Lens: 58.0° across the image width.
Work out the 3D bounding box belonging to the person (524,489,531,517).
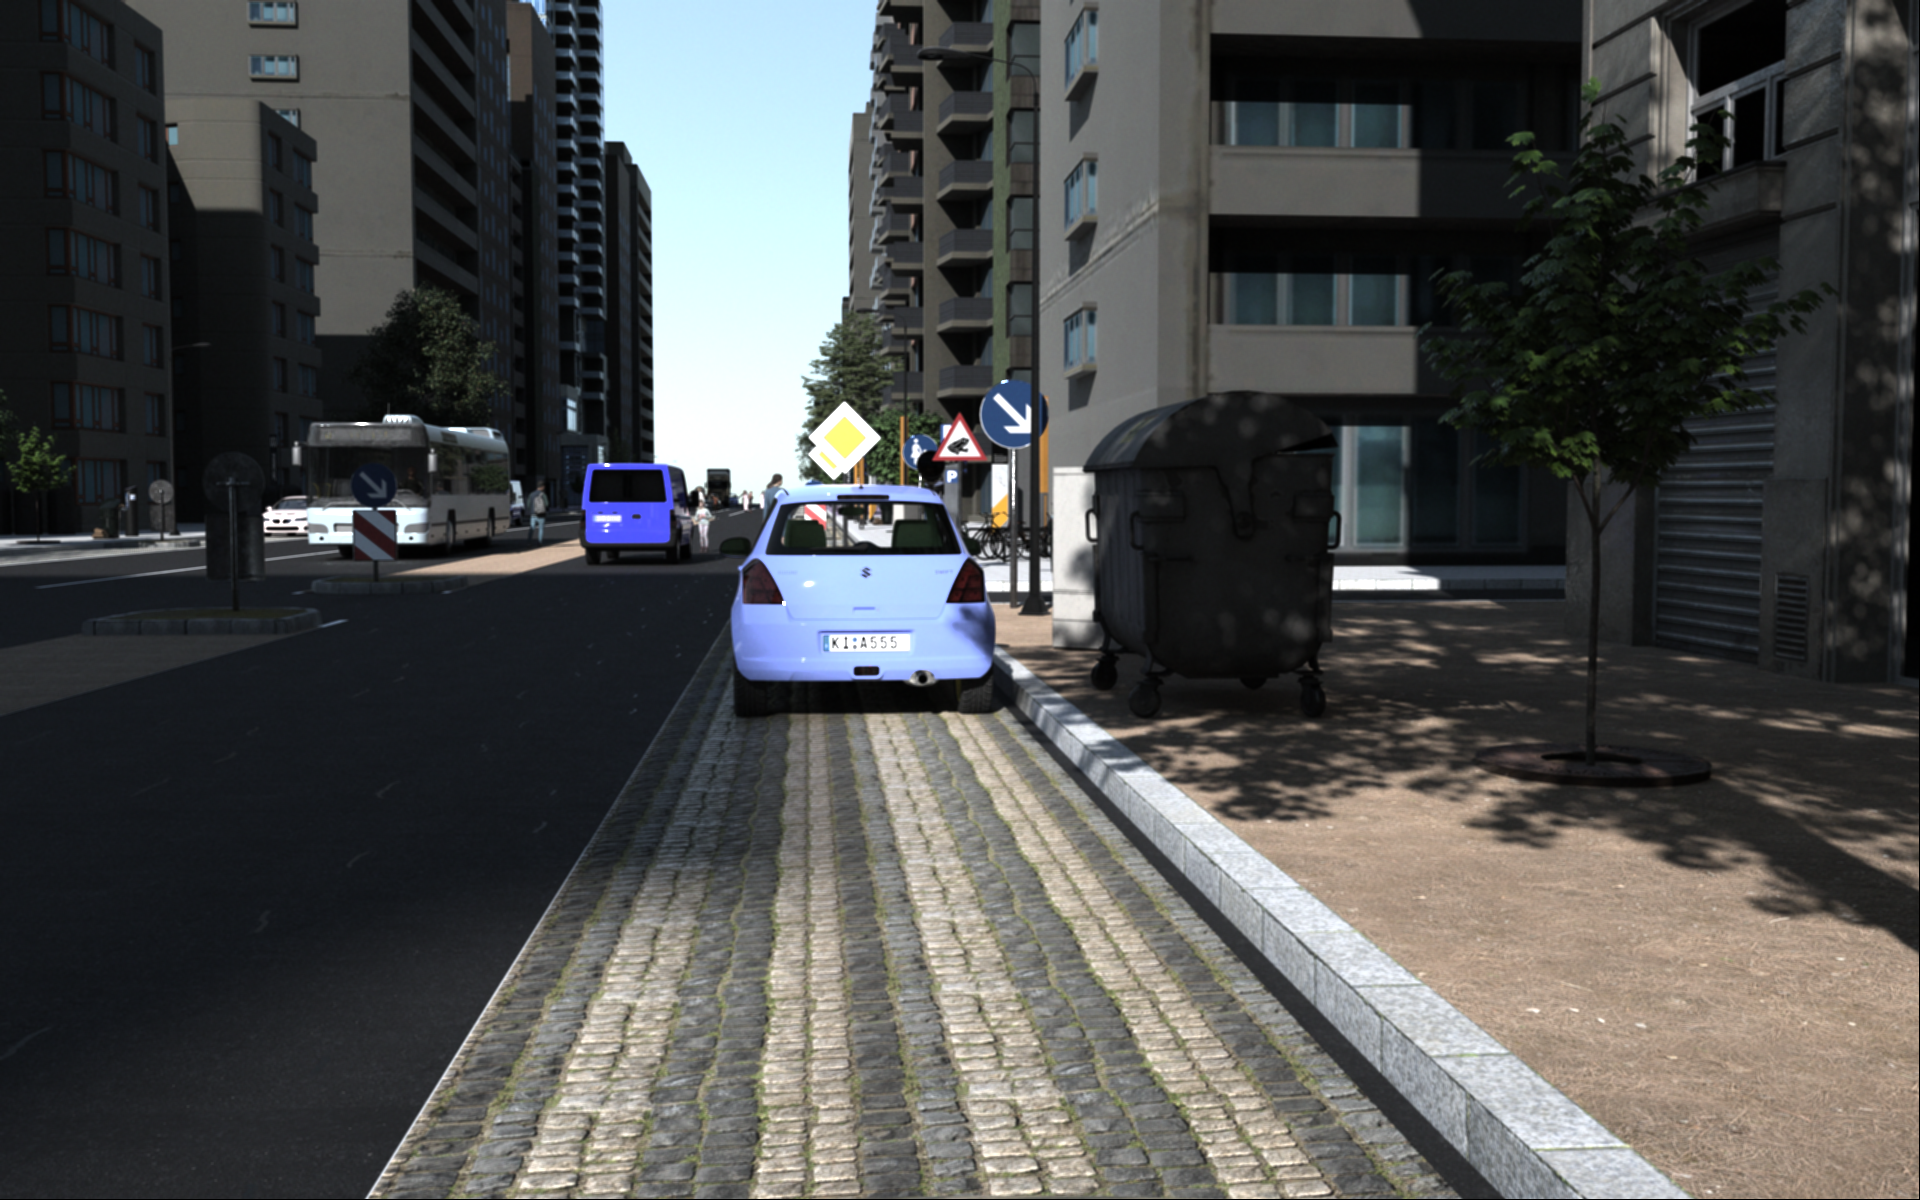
[{"bbox_3d":[-26.349,-5.897,105.590,0.621,1.740,0.551,-2,4,-30],"label":"person"}]

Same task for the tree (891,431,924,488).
[{"bbox_3d":[-1.598,-3.614,53.686,1.663,3.219,1.824,0,3,0],"label":"tree"}]

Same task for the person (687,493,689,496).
[{"bbox_3d":[-12.154,-4.125,76.532,0.643,1.750,0.593,-3,5,-45],"label":"person"}]

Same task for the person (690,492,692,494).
[{"bbox_3d":[-34.251,-12.963,220.967,0.721,1.766,1.217,1,4,21],"label":"person"}]

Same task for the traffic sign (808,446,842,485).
[{"bbox_3d":[-1.942,-1.408,26.665,0.795,2.450,0.064,0,4,-5],"label":"traffic sign"}]

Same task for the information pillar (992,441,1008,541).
[{"bbox_3d":[1.089,-3.459,47.912,0.504,3.616,0.183,-2,4,-29],"label":"information pillar"}]

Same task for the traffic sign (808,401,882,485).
[{"bbox_3d":[-1.242,-0.922,18.710,0.795,2.450,0.064,0,4,-5],"label":"traffic sign"}]

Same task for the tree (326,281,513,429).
[{"bbox_3d":[-28.769,-10.782,93.292,9.611,12.733,9.660,0,3,0],"label":"tree"}]

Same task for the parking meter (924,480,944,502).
[{"bbox_3d":[-0.469,-1.401,31.325,0.372,1.533,0.369,0,3,0],"label":"parking meter"}]

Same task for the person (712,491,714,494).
[{"bbox_3d":[-25.107,-10.235,176.399,0.434,1.755,0.990,-1,4,-23],"label":"person"}]

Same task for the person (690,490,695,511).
[{"bbox_3d":[-22.851,-8.489,147.749,0.568,1.767,0.683,1,4,13],"label":"person"}]

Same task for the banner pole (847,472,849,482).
[{"bbox_3d":[-5.708,-6.154,90.627,0.863,3.779,0.401,-1,4,-18],"label":"banner pole"}]

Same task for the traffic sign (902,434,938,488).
[{"bbox_3d":[-0.844,-2.252,36.918,0.768,2.556,0.104,0,4,-3],"label":"traffic sign"}]

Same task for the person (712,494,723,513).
[{"bbox_3d":[-18.734,-7.401,132.769,1.065,1.426,0.557,1,4,11],"label":"person"}]

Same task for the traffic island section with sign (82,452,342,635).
[{"bbox_3d":[-7.928,-0.630,18.441,2.006,1.907,1.989,0,4,-5],"label":"traffic island section with sign"}]

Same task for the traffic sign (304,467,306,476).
[{"bbox_3d":[-25.759,-4.218,69.078,0.768,2.556,0.104,0,4,-4],"label":"traffic sign"}]

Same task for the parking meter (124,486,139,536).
[{"bbox_3d":[-25.231,-2.711,52.732,0.372,1.533,0.369,0,3,0],"label":"parking meter"}]

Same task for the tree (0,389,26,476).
[{"bbox_3d":[-23.582,-3.471,40.459,4.285,4.588,4.351,0,3,0],"label":"tree"}]

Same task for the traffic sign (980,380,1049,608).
[{"bbox_3d":[0.604,-1.180,19.398,0.768,2.556,0.104,0,4,1],"label":"traffic sign"}]

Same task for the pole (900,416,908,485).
[{"bbox_3d":[-1.461,-3.154,45.407,0.158,3.312,0.155,0,3,0],"label":"pole"}]

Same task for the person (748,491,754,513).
[{"bbox_3d":[-15.825,-7.425,131.360,0.415,1.643,0.593,-2,4,-35],"label":"person"}]

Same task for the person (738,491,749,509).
[{"bbox_3d":[-20.132,-9.329,161.547,1.217,1.766,0.721,0,4,-3],"label":"person"}]

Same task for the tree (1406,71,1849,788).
[{"bbox_3d":[2.926,-0.826,8.112,1.663,3.219,1.824,0,3,0],"label":"tree"}]

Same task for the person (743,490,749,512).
[{"bbox_3d":[-17.508,-8.091,141.463,0.551,1.740,0.621,1,4,12],"label":"person"}]

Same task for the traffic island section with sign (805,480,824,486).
[{"bbox_3d":[-4.230,-2.482,49.211,1.989,1.847,2.006,0,4,-5],"label":"traffic island section with sign"}]

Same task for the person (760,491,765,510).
[{"bbox_3d":[-18.167,-9.207,159.704,0.551,1.740,0.621,-3,5,-40],"label":"person"}]

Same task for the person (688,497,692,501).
[{"bbox_3d":[-21.609,-7.779,135.714,0.705,1.821,1.348,3,5,42],"label":"person"}]

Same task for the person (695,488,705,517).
[{"bbox_3d":[-14.537,-5.373,96.568,0.478,1.798,0.641,3,4,38],"label":"person"}]

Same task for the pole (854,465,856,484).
[{"bbox_3d":[-4.620,-5.072,76.774,0.158,3.312,0.155,0,3,0],"label":"pole"}]

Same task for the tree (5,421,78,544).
[{"bbox_3d":[-24.186,-3.093,45.168,1.663,3.219,1.824,0,3,0],"label":"tree"}]

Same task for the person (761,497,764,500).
[{"bbox_3d":[-14.897,-7.664,134.491,1.217,1.739,0.721,-2,4,-26],"label":"person"}]

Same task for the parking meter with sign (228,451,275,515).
[{"bbox_3d":[-28.828,-4.543,70.537,1.738,3.016,0.543,-2,4,-28],"label":"parking meter with sign"}]

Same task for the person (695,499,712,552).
[{"bbox_3d":[-6.314,-1.827,42.649,0.425,1.301,0.394,0,4,-6],"label":"person"}]

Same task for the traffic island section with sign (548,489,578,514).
[{"bbox_3d":[-28.488,-7.082,124.415,1.989,1.847,2.006,0,4,-5],"label":"traffic island section with sign"}]

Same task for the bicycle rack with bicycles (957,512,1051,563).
[{"bbox_3d":[1.072,-1.233,33.547,2.925,0.926,2.852,-1,4,-23],"label":"bicycle rack with bicycles"}]

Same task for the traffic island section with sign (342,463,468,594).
[{"bbox_3d":[-8.568,-1.082,25.820,2.006,1.907,1.989,0,4,-5],"label":"traffic island section with sign"}]

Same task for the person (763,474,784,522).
[{"bbox_3d":[-3.548,-1.523,33.431,0.581,1.822,0.654,1,4,13],"label":"person"}]

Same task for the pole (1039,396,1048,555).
[{"bbox_3d":[1.734,-2.585,36.106,0.158,3.312,0.155,0,3,0],"label":"pole"}]

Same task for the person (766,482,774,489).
[{"bbox_3d":[-4.624,-2.031,42.462,0.466,1.731,0.760,1,4,20],"label":"person"}]

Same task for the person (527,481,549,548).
[{"bbox_3d":[-11.204,-2.273,46.018,0.623,1.781,0.721,0,4,1],"label":"person"}]

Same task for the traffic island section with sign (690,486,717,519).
[{"bbox_3d":[-15.166,-5.660,100.670,2.006,1.907,1.989,0,4,-5],"label":"traffic island section with sign"}]

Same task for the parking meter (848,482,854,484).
[{"bbox_3d":[-5.390,-4.896,85.754,0.255,1.863,0.399,-2,4,-28],"label":"parking meter"}]

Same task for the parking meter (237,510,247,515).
[{"bbox_3d":[-28.388,-3.834,68.404,0.255,1.863,0.399,1,4,10],"label":"parking meter"}]

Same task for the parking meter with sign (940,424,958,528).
[{"bbox_3d":[-0.221,-2.823,42.416,0.543,3.016,1.738,0,3,0],"label":"parking meter with sign"}]

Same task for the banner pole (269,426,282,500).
[{"bbox_3d":[-25.116,-4.505,63.676,0.401,3.779,0.863,1,4,13],"label":"banner pole"}]

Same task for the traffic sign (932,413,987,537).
[{"bbox_3d":[-0.003,-1.699,27.779,0.884,2.594,0.081,0,4,2],"label":"traffic sign"}]

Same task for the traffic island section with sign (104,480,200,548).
[{"bbox_3d":[-21.649,-2.323,46.604,1.989,1.847,2.006,0,4,-5],"label":"traffic island section with sign"}]

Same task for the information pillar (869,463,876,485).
[{"bbox_3d":[-3.920,-5.278,77.654,0.183,3.616,0.504,2,4,30],"label":"information pillar"}]

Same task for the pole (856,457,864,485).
[{"bbox_3d":[-3.573,-4.214,62.745,0.158,3.312,0.155,0,3,0],"label":"pole"}]

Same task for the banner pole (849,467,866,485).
[{"bbox_3d":[-5.093,-6.023,88.490,0.863,3.779,0.401,0,4,2],"label":"banner pole"}]

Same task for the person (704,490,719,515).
[{"bbox_3d":[-16.787,-6.551,116.336,1.217,1.735,0.721,1,4,14],"label":"person"}]
